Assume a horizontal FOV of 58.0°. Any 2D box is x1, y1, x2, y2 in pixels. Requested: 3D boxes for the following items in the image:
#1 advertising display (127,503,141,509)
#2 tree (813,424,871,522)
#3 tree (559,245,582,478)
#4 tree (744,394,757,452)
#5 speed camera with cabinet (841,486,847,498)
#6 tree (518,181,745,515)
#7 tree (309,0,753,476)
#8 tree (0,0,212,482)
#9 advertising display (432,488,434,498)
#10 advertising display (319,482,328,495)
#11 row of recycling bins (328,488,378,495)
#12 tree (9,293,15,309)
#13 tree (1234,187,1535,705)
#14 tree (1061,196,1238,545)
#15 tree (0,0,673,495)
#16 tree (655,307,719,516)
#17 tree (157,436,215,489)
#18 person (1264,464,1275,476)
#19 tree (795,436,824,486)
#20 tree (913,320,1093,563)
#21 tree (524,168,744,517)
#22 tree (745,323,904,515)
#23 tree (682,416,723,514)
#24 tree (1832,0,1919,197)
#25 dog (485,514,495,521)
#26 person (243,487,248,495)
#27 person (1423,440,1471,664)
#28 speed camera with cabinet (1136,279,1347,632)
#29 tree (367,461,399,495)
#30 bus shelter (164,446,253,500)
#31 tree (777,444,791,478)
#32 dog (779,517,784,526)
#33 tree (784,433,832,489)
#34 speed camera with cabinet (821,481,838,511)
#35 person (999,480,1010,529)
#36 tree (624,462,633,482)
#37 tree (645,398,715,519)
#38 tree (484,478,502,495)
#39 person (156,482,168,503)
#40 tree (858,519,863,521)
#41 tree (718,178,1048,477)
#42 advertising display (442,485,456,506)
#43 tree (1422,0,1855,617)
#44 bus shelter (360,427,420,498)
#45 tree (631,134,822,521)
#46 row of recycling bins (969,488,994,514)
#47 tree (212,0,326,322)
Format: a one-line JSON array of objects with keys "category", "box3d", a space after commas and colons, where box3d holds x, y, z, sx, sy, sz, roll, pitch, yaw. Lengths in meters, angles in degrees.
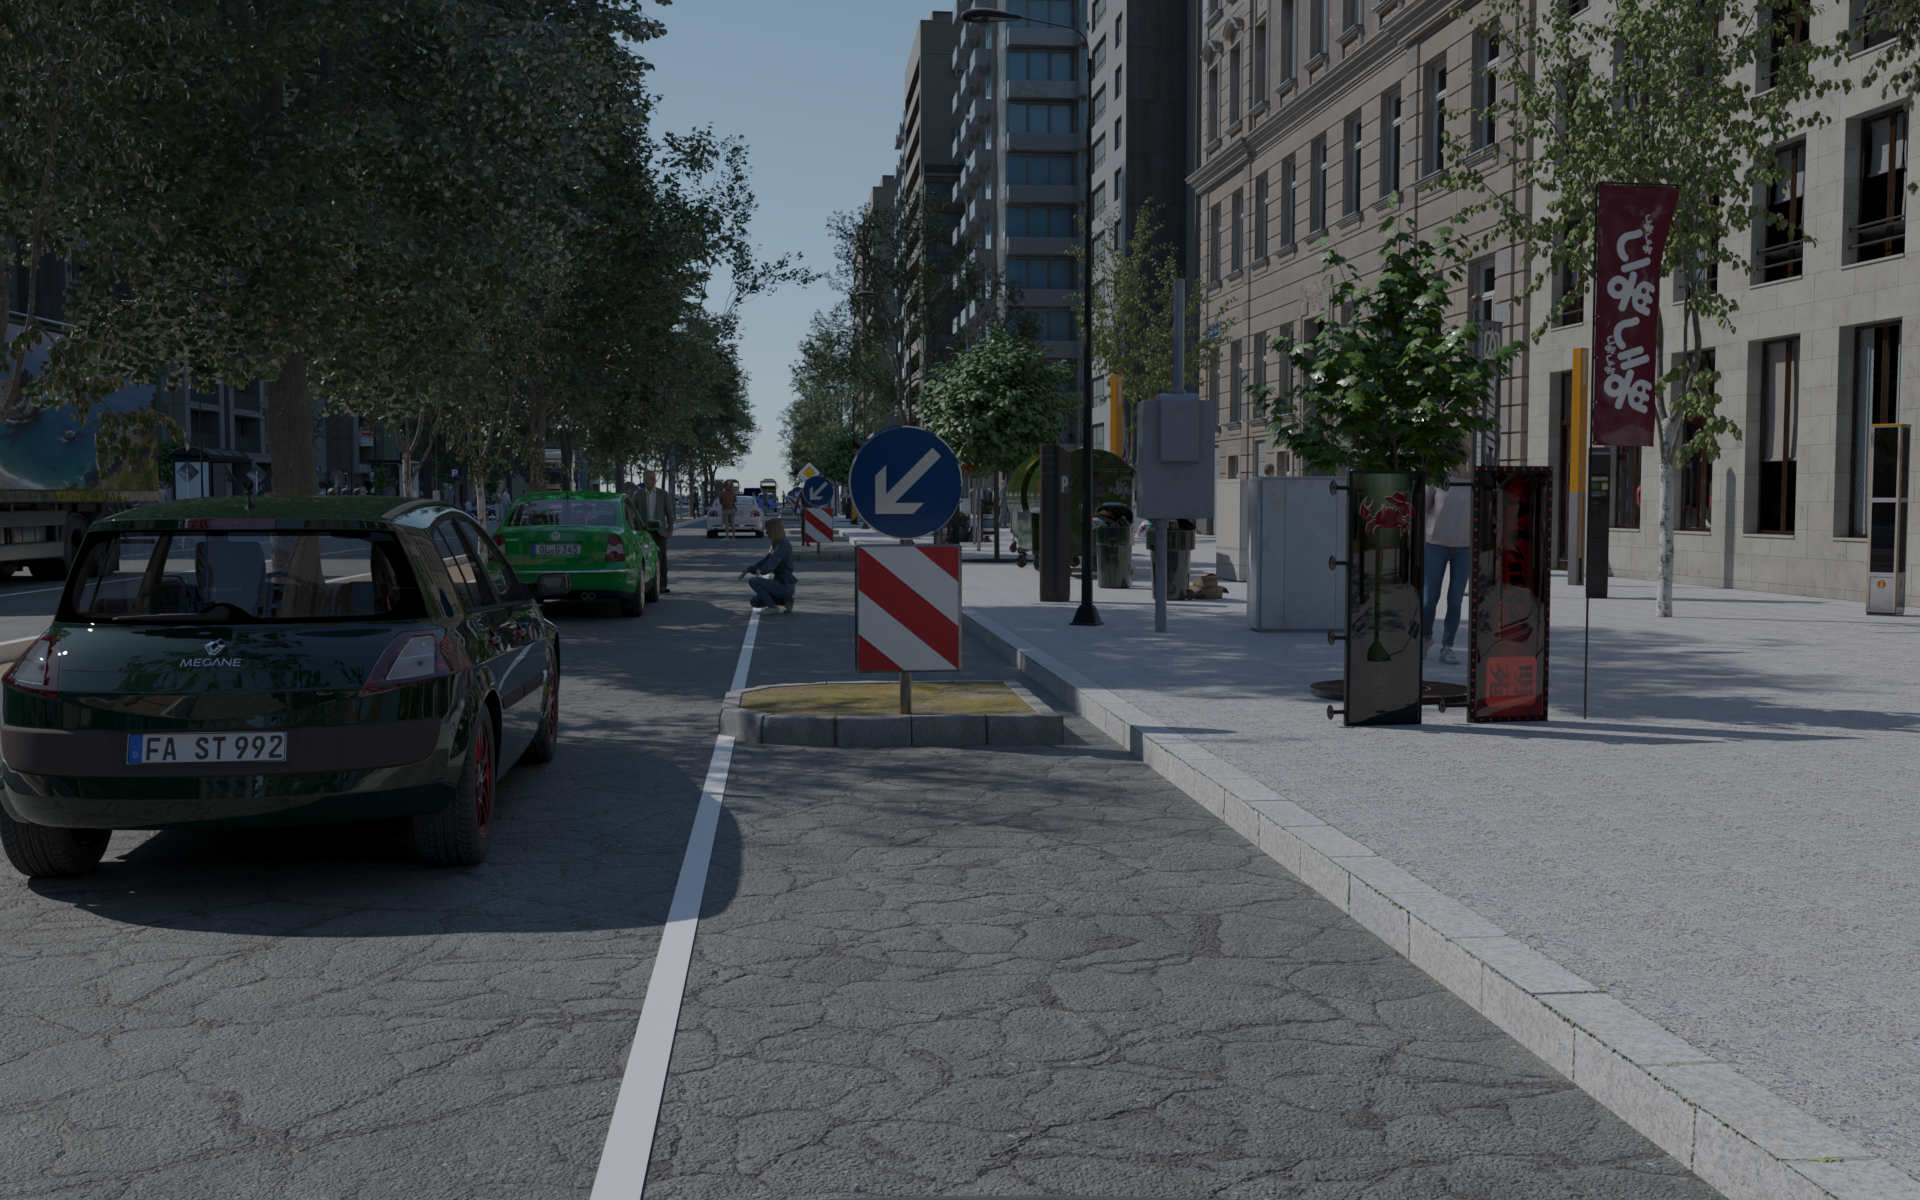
[{"category": "advertising display", "box3d": [-32.996, -3.911, 69.162, 0.123, 1.923, 0.974, 0, 4, -1]}, {"category": "tree", "box3d": [-4.927, -5.866, 79.621, 4.285, 4.588, 4.351, 0, 3, 0]}, {"category": "tree", "box3d": [-8.592, -4.771, 30.823, 4.360, 8.622, 3.978, 0, 3, 0]}, {"category": "tree", "box3d": [-16.296, -11.309, 105.487, 7.486, 12.596, 7.792, 0, 3, 0]}, {"category": "speed camera with cabinet", "box3d": [-7.076, -7.558, 117.902, 2.038, 3.252, 0.660, -2, 4, -28]}, {"category": "tree", "box3d": [-11.066, -7.338, 48.186, 9.928, 11.665, 9.643, 0, 3, 0]}, {"category": "tree", "box3d": [-9.435, -7.275, 38.417, 9.611, 12.733, 9.660, 0, 3, 0]}, {"category": "tree", "box3d": [-6.981, -3.613, 11.889, 4.360, 8.622, 3.978, 0, 3, 0]}, {"category": "advertising display", "box3d": [-42.583, -8.228, 139.744, 0.123, 1.923, 0.974, -2, 4, -24]}, {"category": "advertising display", "box3d": [-34.083, -5.313, 92.086, 0.974, 1.923, 0.123, 1, 4, 12]}, {"category": "row of recycling bins", "box3d": [-40.303, -6.595, 114.947, 3.534, 1.692, 1.069, 0, 4, 8]}, {"category": "tree", "box3d": [-27.514, -6.644, 43.043, 8.767, 10.594, 7.601, 0, 4, 4]}, {"category": "tree", "box3d": [2.791, -1.008, 11.084, 1.663, 3.219, 1.824, 0, 3, 0]}, {"category": "tree", "box3d": [4.461, -5.665, 42.985, 4.737, 8.622, 4.395, 0, 3, 0]}, {"category": "tree", "box3d": [-7.435, -6.725, 19.071, 9.857, 13.997, 8.962, 0, 3, 0]}, {"category": "tree", "box3d": [-13.656, -8.683, 78.842, 8.767, 10.594, 7.601, 0, 4, -6]}, {"category": "tree", "box3d": [-38.959, -6.294, 86.621, 4.285, 4.588, 4.351, 0, 3, 0]}, {"category": "person", "box3d": [5.338, -1.463, 30.066, 0.391, 1.810, 0.635, -1, 4, -22]}, {"category": "tree", "box3d": [-19.107, -17.087, 229.739, 4.737, 8.622, 4.395, 0, 3, 0]}, {"category": "tree", "box3d": [0.787, -3.005, 32.848, 4.285, 4.588, 4.351, 0, 3, 0]}, {"category": "tree", "box3d": [-11.452, -8.431, 58.430, 7.486, 12.596, 7.792, 0, 3, 0]}, {"category": "tree", "box3d": [-6.901, -10.972, 105.139, 9.928, 11.665, 9.643, 0, 3, 0]}, {"category": "tree", "box3d": [-18.522, -10.501, 124.505, 4.737, 8.622, 4.395, 0, 3, 0]}, {"category": "tree", "box3d": [8.104, -3.815, 12.739, 4.360, 8.622, 3.978, 0, 3, 0]}, {"category": "dog", "box3d": [-24.967, -4.394, 92.034, 0.748, 0.427, 0.550, -3, 4, -36]}, {"category": "person", "box3d": [-40.792, -5.675, 99.010, 0.728, 1.800, 0.709, -3, 5, -41]}, {"category": "person", "box3d": [3.639, -0.398, 13.227, 0.731, 1.740, 0.598, 0, 4, 1]}, {"category": "speed camera with cabinet", "box3d": [2.700, -1.338, 16.205, 2.038, 3.252, 0.660, 0, 4, 0]}, {"category": "tree", "box3d": [-33.313, -6.466, 100.327, 1.663, 3.219, 1.824, 0, 3, 0]}, {"category": "bus shelter", "box3d": [-32.633, -4.987, 75.453, 2.014, 3.302, 5.546, 0, 4, -6]}, {"category": "tree", "box3d": [-25.373, -23.143, 288.756, 12.009, 13.543, 11.850, 0, 3, 0]}, {"category": "dog", "box3d": [-8.237, -3.512, 77.620, 0.748, 0.427, 0.550, 3, 5, 39]}, {"category": "tree", "box3d": [-20.275, -19.922, 242.737, 9.611, 12.733, 9.660, 0, 3, 0]}, {"category": "speed camera with cabinet", "box3d": [-8.913, -7.483, 116.690, 0.660, 3.252, 2.038, -1, 4, -19]}, {"category": "person", "box3d": [1.693, -3.551, 64.272, 0.590, 1.801, 0.661, 0, 4, -3]}, {"category": "tree", "box3d": [-47.886, -17.984, 244.398, 4.360, 8.622, 3.978, 0, 3, 0]}, {"category": "tree", "box3d": [-15.912, -8.919, 98.651, 4.360, 8.622, 3.978, 0, 3, 0]}, {"category": "tree", "box3d": [-38.477, -9.053, 142.615, 1.663, 3.219, 1.824, 0, 3, 0]}, {"category": "person", "box3d": [-31.966, -3.845, 69.505, 0.643, 1.750, 0.593, 2, 4, 24]}, {"category": "tree", "box3d": [-4.523, -5.447, 83.668, 1.663, 3.219, 1.824, 0, 3, 0]}, {"category": "tree", "box3d": [-1.197, -7.092, 50.368, 8.767, 10.594, 7.601, 1, 4, 21]}, {"category": "advertising display", "box3d": [-36.139, -7.171, 122.459, 0.974, 1.923, 0.123, 1, 4, 14]}, {"category": "tree", "box3d": [7.129, -4.122, 17.762, 4.737, 8.622, 4.395, 0, 3, 0]}, {"category": "bus shelter", "box3d": [-35.126, -7.892, 106.663, 2.179, 5.291, 8.768, 0, 4, -6]}, {"category": "tree", "box3d": [-13.864, -14.162, 89.892, 12.611, 20.169, 13.585, 0, 3, 0]}, {"category": "row of recycling bins", "box3d": [1.733, -6.314, 110.348, 1.069, 1.692, 3.534, 2, 4, 35]}, {"category": "tree", "box3d": [-8.467, -4.498, 26.361, 4.360, 8.622, 3.978, 0, 3, 0]}]
